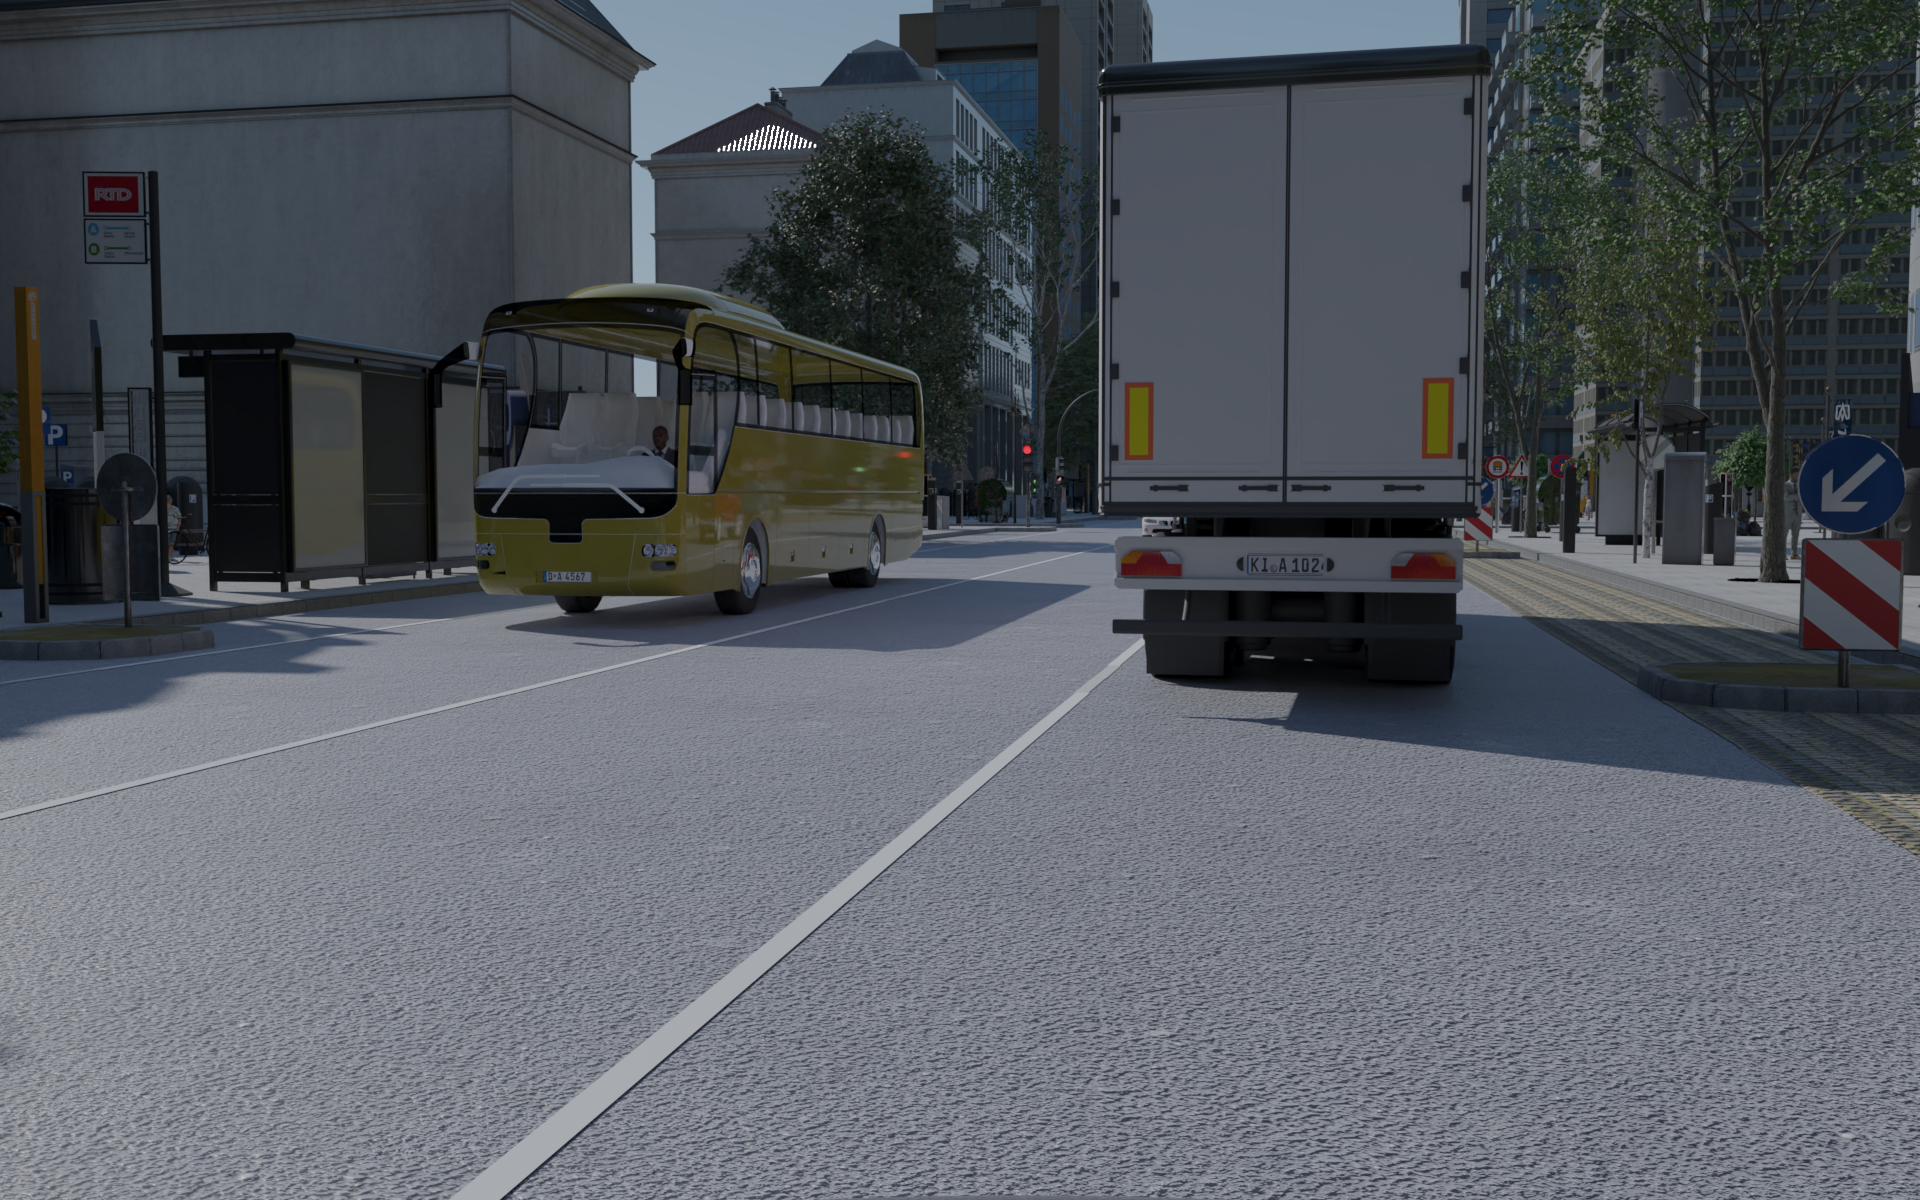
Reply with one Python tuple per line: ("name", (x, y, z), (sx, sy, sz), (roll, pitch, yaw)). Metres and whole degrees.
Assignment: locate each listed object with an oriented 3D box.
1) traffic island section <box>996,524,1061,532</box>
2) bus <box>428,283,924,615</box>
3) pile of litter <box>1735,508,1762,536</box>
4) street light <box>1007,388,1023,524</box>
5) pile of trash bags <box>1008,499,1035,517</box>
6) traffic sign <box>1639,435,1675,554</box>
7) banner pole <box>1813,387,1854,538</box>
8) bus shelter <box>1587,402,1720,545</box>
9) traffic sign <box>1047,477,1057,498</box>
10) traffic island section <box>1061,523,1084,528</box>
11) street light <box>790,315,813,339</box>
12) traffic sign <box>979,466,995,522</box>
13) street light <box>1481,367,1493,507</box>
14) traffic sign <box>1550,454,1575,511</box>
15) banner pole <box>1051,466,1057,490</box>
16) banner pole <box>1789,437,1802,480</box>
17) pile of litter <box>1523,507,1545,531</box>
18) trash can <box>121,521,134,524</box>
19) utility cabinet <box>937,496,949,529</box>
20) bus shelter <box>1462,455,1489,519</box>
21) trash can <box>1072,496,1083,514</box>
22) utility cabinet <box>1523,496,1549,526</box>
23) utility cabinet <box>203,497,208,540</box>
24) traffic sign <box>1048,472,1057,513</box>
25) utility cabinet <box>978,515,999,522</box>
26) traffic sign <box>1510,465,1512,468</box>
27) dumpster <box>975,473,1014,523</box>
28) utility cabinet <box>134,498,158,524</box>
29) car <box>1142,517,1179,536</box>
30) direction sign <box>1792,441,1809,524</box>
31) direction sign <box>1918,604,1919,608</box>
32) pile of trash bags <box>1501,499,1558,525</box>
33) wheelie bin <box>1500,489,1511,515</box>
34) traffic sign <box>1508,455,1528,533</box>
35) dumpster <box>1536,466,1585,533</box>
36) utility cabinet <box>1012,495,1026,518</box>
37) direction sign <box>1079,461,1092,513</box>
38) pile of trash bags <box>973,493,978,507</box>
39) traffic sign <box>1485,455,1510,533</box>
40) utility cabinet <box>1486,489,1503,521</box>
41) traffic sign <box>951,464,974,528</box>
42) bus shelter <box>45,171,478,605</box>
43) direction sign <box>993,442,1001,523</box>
("traffic island section", (2.615, -2.736, 67.007), (2.009, 0.180, 2.903), (1, 4, 12))
("bus", (-3.019, -1.982, 23.955), (2.896, 3.916, 12.252), (1, 4, 11))
("pile of litter", (23.719, -2.382, 52.908), (1.719, 0.858, 1.176), (0, 4, 6))
("street light", (2.393, -6.271, 75.325), (0.468, 5.910, 1.993), (1, 4, 12))
("pile of trash bags", (3.165, -5.837, 105.186), (3.447, 1.369, 1.912), (-1, 4, -16))
("traffic sign", (14.919, -2.268, 37.193), (0.768, 2.556, 0.104), (1, 4, 21))
("banner pole", (20.356, -3.075, 40.286), (0.401, 3.779, 0.863), (-2, 4, -25))
("bus shelter", (16.290, -2.882, 41.046), (2.014, 3.302, 5.546), (1, 4, 12))
("traffic sign", (5.435, -6.141, 102.533), (0.606, 2.300, 0.079), (1, 4, 20))
("traffic island section", (4.246, -3.214, 74.824), (2.009, 0.180, 2.903), (1, 4, 12))
("street light", (-4.078, -4.403, 44.781), (0.468, 5.910, 1.993), (1, 4, 12))
("traffic sign", (1.237, -4.871, 79.741), (0.768, 2.556, 0.104), (1, 4, 14))
("street light", (18.908, -5.492, 62.583), (0.468, 5.910, 1.993), (1, 4, 12))
("traffic sign", (19.406, -3.408, 55.835), (0.768, 2.556, 0.104), (1, 4, 20))
("banner pole", (7.642, -9.013, 137.383), (0.863, 3.779, 0.401), (0, 4, 5))
("banner pole", (36.421, -5.226, 75.469), (0.863, 3.779, 0.401), (1, 4, 23))
("pile of litter", (19.932, -2.841, 60.421), (1.176, 0.858, 1.719), (1, 4, 14))
("trash can", (-32.294, -3.400, 67.243), (0.748, 1.137, 0.748), (0, 3, 0))
("utility cabinet", (-0.700, -3.202, 63.518), (0.306, 1.237, 1.020), (-1, 4, -23))
("bus shelter", (25.975, -5.778, 88.396), (2.014, 3.302, 5.546), (1, 4, 12))
("trash can", (7.753, -6.256, 113.938), (0.748, 1.137, 0.748), (0, 3, 0))
("utility cabinet", (20.600, -3.121, 62.182), (1.020, 1.237, 0.306), (1, 4, 15))
("utility cabinet", (-20.377, -2.218, 47.434), (1.020, 1.237, 0.306), (2, 4, 31))
("traffic sign", (5.325, -5.984, 97.941), (0.768, 2.556, 0.104), (1, 4, 20))
("utility cabinet", (1.362, -4.228, 80.288), (1.020, 1.237, 0.306), (1, 4, 16))
("traffic sign", (17.972, -3.544, 57.683), (0.795, 2.593, 0.064), (1, 4, 15))
("dumpster", (1.538, -4.632, 78.234), (1.502, 2.255, 1.985), (1, 4, 12))
("utility cabinet", (-13.687, -1.098, 29.115), (0.306, 1.237, 1.020), (-2, 4, -31))
("car", (6.985, -2.651, 55.704), (2.083, 1.381, 4.827), (1, 4, 13))
("direction sign", (36.085, -5.042, 74.432), (0.876, 3.537, 0.379), (-1, 4, -20))
("direction sign", (11.005, -1.676, 19.401), (0.876, 3.537, 0.379), (-2, 4, -35))
("pile of trash bags", (23.019, -3.810, 72.051), (3.447, 1.369, 1.912), (1, 4, 11))
("wheelie bin", (32.393, -5.826, 103.163), (0.980, 1.594, 0.693), (0, 4, -5))
("traffic sign", (18.514, -3.494, 57.127), (0.884, 2.594, 0.081), (1, 4, 18))
("dumpster", (19.921, -3.377, 57.707), (1.502, 2.255, 1.985), (1, 4, 12))
("utility cabinet", (3.196, -4.947, 92.042), (0.306, 1.237, 1.020), (3, 5, 43))
("direction sign", (8.446, -7.647, 117.023), (0.876, 3.537, 0.379), (1, 4, 10))
("pile of trash bags", (0.057, -8.002, 140.586), (1.912, 1.369, 3.447), (-1, 4, -17))
("traffic sign", (17.642, -3.473, 56.890), (0.768, 2.556, 0.104), (1, 4, 16))
("utility cabinet", (25.252, -4.470, 81.755), (0.318, 1.500, 1.173), (3, 5, 41))
("traffic sign", (0.080, -4.012, 65.596), (0.884, 2.594, 0.081), (1, 4, 14))
("bus shelter", (-9.303, -2.841, 24.076), (2.179, 5.291, 8.768), (1, 4, 12))
("direction sign", (1.605, -5.125, 75.796), (0.379, 3.537, 0.876), (-1, 4, -9))
